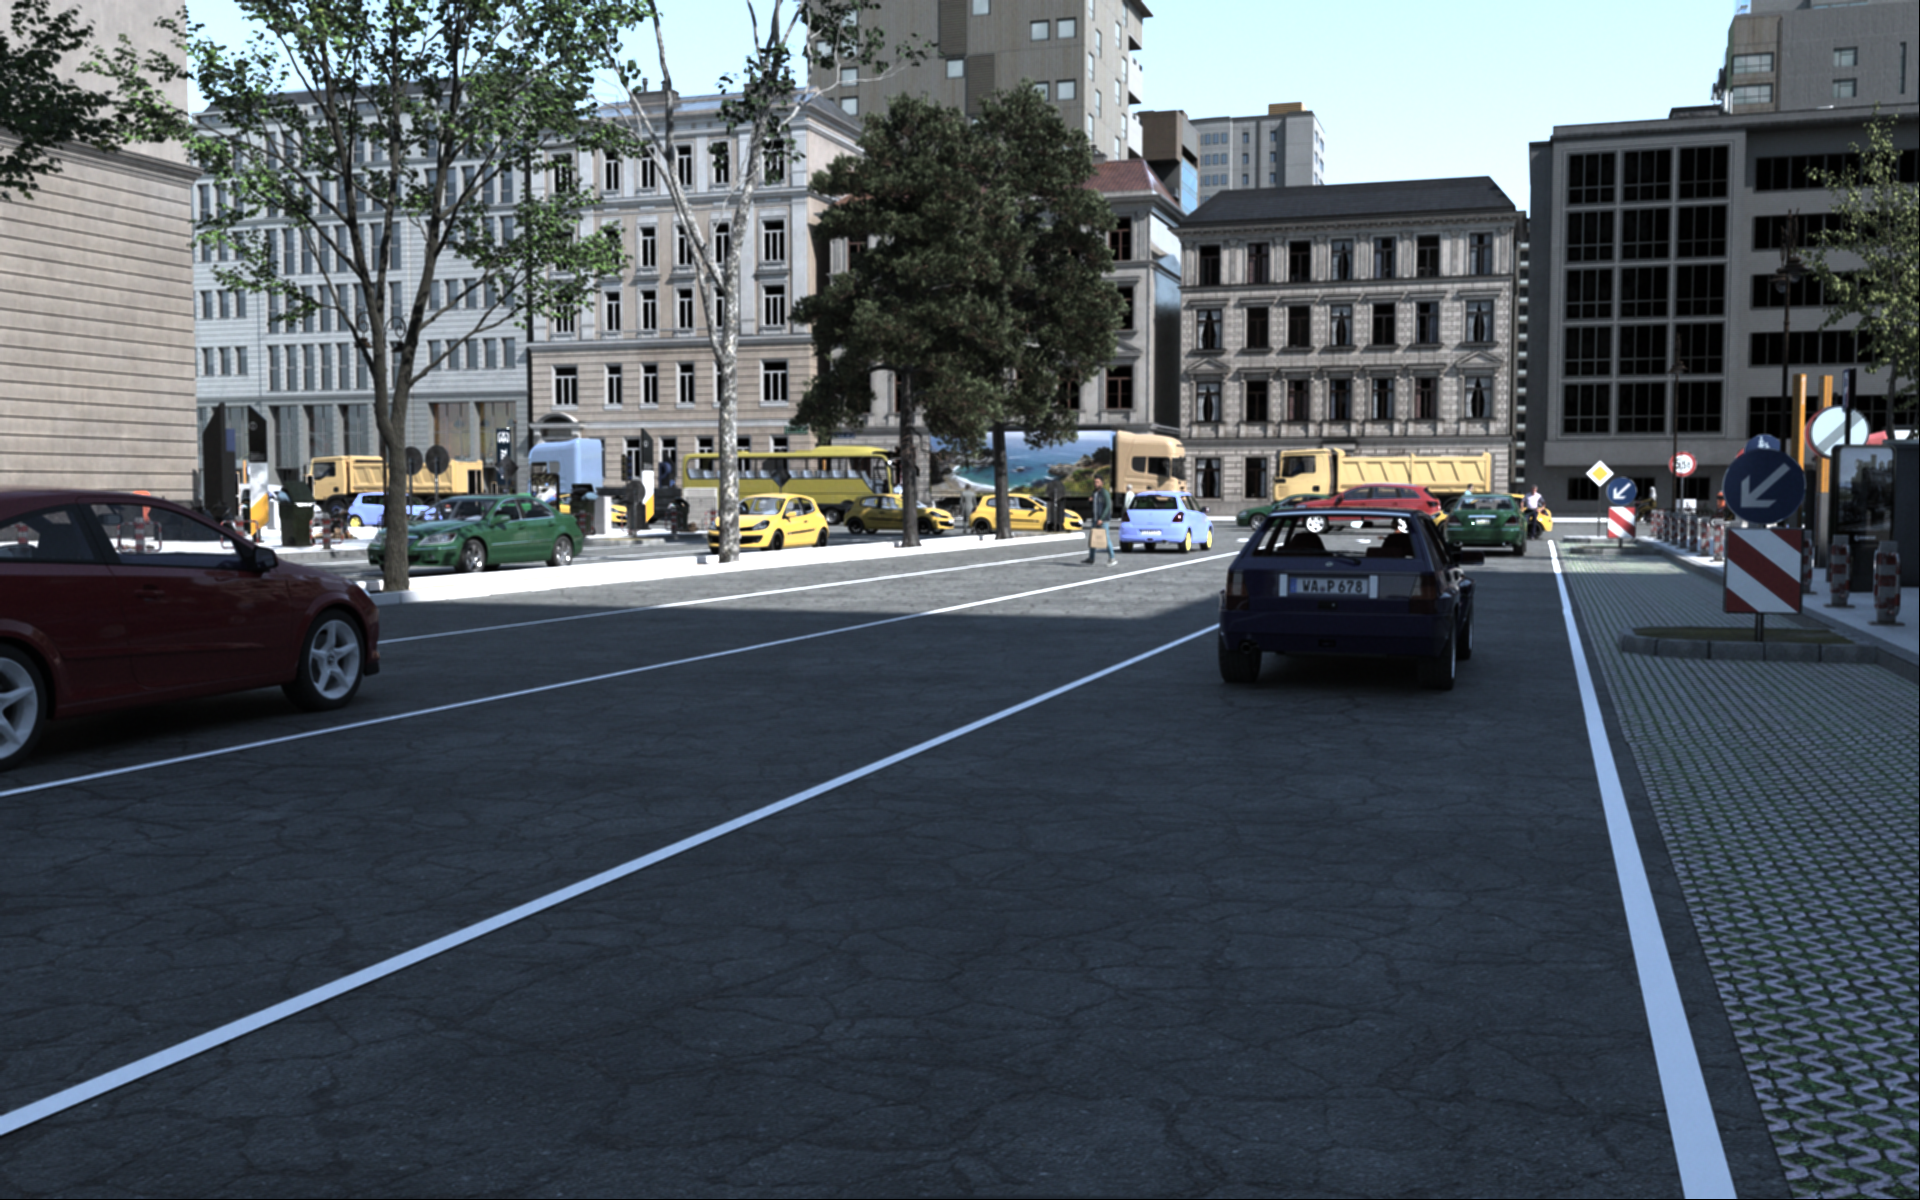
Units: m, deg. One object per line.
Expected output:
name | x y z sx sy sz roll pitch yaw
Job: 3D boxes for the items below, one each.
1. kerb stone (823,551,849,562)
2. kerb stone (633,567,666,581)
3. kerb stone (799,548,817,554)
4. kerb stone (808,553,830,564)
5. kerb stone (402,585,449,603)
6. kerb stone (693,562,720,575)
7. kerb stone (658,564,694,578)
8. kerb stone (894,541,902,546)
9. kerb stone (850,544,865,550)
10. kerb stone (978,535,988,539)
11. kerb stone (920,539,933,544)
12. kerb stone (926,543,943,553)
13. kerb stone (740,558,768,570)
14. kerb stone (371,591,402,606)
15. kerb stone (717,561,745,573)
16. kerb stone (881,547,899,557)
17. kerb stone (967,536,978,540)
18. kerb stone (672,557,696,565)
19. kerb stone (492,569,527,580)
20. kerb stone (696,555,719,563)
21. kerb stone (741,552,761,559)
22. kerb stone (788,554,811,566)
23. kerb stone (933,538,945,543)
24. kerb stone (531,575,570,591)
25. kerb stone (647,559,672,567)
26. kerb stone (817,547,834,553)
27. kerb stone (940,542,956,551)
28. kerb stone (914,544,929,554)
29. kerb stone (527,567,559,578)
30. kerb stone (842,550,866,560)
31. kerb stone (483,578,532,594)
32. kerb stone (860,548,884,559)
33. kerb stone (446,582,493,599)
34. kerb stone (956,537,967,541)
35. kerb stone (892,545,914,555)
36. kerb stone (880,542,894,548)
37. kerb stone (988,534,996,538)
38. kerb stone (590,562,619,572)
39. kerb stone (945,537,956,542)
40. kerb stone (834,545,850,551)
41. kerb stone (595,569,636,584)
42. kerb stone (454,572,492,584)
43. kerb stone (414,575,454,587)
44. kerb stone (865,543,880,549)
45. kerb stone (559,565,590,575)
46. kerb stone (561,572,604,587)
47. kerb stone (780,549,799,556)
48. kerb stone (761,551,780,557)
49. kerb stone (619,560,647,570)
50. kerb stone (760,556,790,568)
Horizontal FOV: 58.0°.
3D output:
kerb stone | -2.660 -0.897 36.860 0.120 0.150 1.000 1 4 18
kerb stone | -5.268 -0.419 29.048 0.120 0.150 1.000 1 4 18
kerb stone | -3.661 -1.120 40.503 0.120 0.150 1.000 1 4 18
kerb stone | -2.997 -0.838 35.889 0.120 0.150 1.000 1 4 18
kerb stone | -7.226 -0.062 23.203 0.120 0.150 1.000 1 4 18
kerb stone | -4.617 -0.539 31.007 0.120 0.150 1.000 1 4 18
kerb stone | -4.947 -0.478 30.025 0.120 0.150 1.000 1 4 18
kerb stone | -1.708 -1.470 46.354 0.120 0.150 1.000 1 4 18
kerb stone | -2.684 -1.299 43.432 0.120 0.150 1.000 1 4 18
kerb stone | 0.578 -1.896 53.193 0.120 0.150 1.000 1 4 18
kerb stone | -1.054 -1.592 48.306 0.120 0.150 1.000 1 4 18
kerb stone | -0.706 -1.255 42.713 0.120 0.150 1.000 1 4 18
kerb stone | -3.971 -0.659 32.968 0.120 0.150 1.000 1 4 18
kerb stone | -7.553 0.000 22.224 0.120 0.150 1.000 1 4 18
kerb stone | -4.296 -0.599 31.983 0.120 0.150 1.000 1 4 18
kerb stone | -1.686 -1.076 39.785 0.120 0.150 1.000 1 4 18
kerb stone | 0.250 -1.836 52.216 0.120 0.150 1.000 1 4 18
kerb stone | -5.618 -0.761 34.646 0.120 0.150 1.000 1 4 18
kerb stone | -7.573 -0.400 28.788 0.120 0.150 1.000 1 4 18
kerb stone | -5.290 -0.819 35.622 0.120 0.150 1.000 1 4 18
kerb stone | -4.647 -0.940 37.572 0.120 0.150 1.000 1 4 18
kerb stone | -3.318 -0.775 34.914 0.120 0.150 1.000 1 4 18
kerb stone | -0.724 -1.657 49.284 0.120 0.150 1.000 1 4 18
kerb stone | -6.248 -0.236 26.126 0.120 0.150 1.000 1 4 18
kerb stone | -5.941 -0.700 33.671 0.120 0.150 1.000 1 4 18
kerb stone | -3.335 -1.179 41.477 0.120 0.150 1.000 1 4 18
kerb stone | -0.373 -1.313 43.692 0.120 0.150 1.000 1 4 18
kerb stone | -1.036 -1.195 41.741 0.120 0.150 1.000 1 4 18
kerb stone | -7.255 -0.463 29.768 0.120 0.150 1.000 1 4 18
kerb stone | -2.339 -0.957 37.839 0.120 0.150 1.000 1 4 18
kerb stone | -6.580 -0.181 25.155 0.120 0.150 1.000 1 4 18
kerb stone | -2.005 -1.016 38.810 0.120 0.150 1.000 1 4 18
kerb stone | -6.900 -0.121 24.177 0.120 0.150 1.000 1 4 18
kerb stone | -0.075 -1.776 51.236 0.120 0.150 1.000 1 4 18
kerb stone | -1.358 -1.135 40.758 0.120 0.150 1.000 1 4 18
kerb stone | -2.030 -1.418 45.379 0.120 0.150 1.000 1 4 18
kerb stone | 0.899 -1.951 54.168 0.120 0.150 1.000 1 4 18
kerb stone | -6.594 -0.583 31.725 0.120 0.150 1.000 1 4 18
kerb stone | -0.401 -1.717 50.262 0.120 0.150 1.000 1 4 18
kerb stone | -3.000 -1.239 42.456 0.120 0.150 1.000 1 4 18
kerb stone | -5.598 -0.360 28.074 0.120 0.150 1.000 1 4 18
kerb stone | -7.898 -0.343 27.814 0.120 0.150 1.000 1 4 18
kerb stone | -8.233 -0.280 26.836 0.120 0.150 1.000 1 4 18
kerb stone | -2.350 -1.358 44.404 0.120 0.150 1.000 1 4 18
kerb stone | -6.919 -0.523 30.744 0.120 0.150 1.000 1 4 18
kerb stone | -5.921 -0.300 27.099 0.120 0.150 1.000 1 4 18
kerb stone | -3.999 -1.056 39.524 0.120 0.150 1.000 1 4 18
kerb stone | -4.315 -0.999 38.547 0.120 0.150 1.000 1 4 18
kerb stone | -6.263 -0.642 32.697 0.120 0.150 1.000 1 4 18
kerb stone | -3.645 -0.718 33.941 0.120 0.150 1.000 1 4 18
